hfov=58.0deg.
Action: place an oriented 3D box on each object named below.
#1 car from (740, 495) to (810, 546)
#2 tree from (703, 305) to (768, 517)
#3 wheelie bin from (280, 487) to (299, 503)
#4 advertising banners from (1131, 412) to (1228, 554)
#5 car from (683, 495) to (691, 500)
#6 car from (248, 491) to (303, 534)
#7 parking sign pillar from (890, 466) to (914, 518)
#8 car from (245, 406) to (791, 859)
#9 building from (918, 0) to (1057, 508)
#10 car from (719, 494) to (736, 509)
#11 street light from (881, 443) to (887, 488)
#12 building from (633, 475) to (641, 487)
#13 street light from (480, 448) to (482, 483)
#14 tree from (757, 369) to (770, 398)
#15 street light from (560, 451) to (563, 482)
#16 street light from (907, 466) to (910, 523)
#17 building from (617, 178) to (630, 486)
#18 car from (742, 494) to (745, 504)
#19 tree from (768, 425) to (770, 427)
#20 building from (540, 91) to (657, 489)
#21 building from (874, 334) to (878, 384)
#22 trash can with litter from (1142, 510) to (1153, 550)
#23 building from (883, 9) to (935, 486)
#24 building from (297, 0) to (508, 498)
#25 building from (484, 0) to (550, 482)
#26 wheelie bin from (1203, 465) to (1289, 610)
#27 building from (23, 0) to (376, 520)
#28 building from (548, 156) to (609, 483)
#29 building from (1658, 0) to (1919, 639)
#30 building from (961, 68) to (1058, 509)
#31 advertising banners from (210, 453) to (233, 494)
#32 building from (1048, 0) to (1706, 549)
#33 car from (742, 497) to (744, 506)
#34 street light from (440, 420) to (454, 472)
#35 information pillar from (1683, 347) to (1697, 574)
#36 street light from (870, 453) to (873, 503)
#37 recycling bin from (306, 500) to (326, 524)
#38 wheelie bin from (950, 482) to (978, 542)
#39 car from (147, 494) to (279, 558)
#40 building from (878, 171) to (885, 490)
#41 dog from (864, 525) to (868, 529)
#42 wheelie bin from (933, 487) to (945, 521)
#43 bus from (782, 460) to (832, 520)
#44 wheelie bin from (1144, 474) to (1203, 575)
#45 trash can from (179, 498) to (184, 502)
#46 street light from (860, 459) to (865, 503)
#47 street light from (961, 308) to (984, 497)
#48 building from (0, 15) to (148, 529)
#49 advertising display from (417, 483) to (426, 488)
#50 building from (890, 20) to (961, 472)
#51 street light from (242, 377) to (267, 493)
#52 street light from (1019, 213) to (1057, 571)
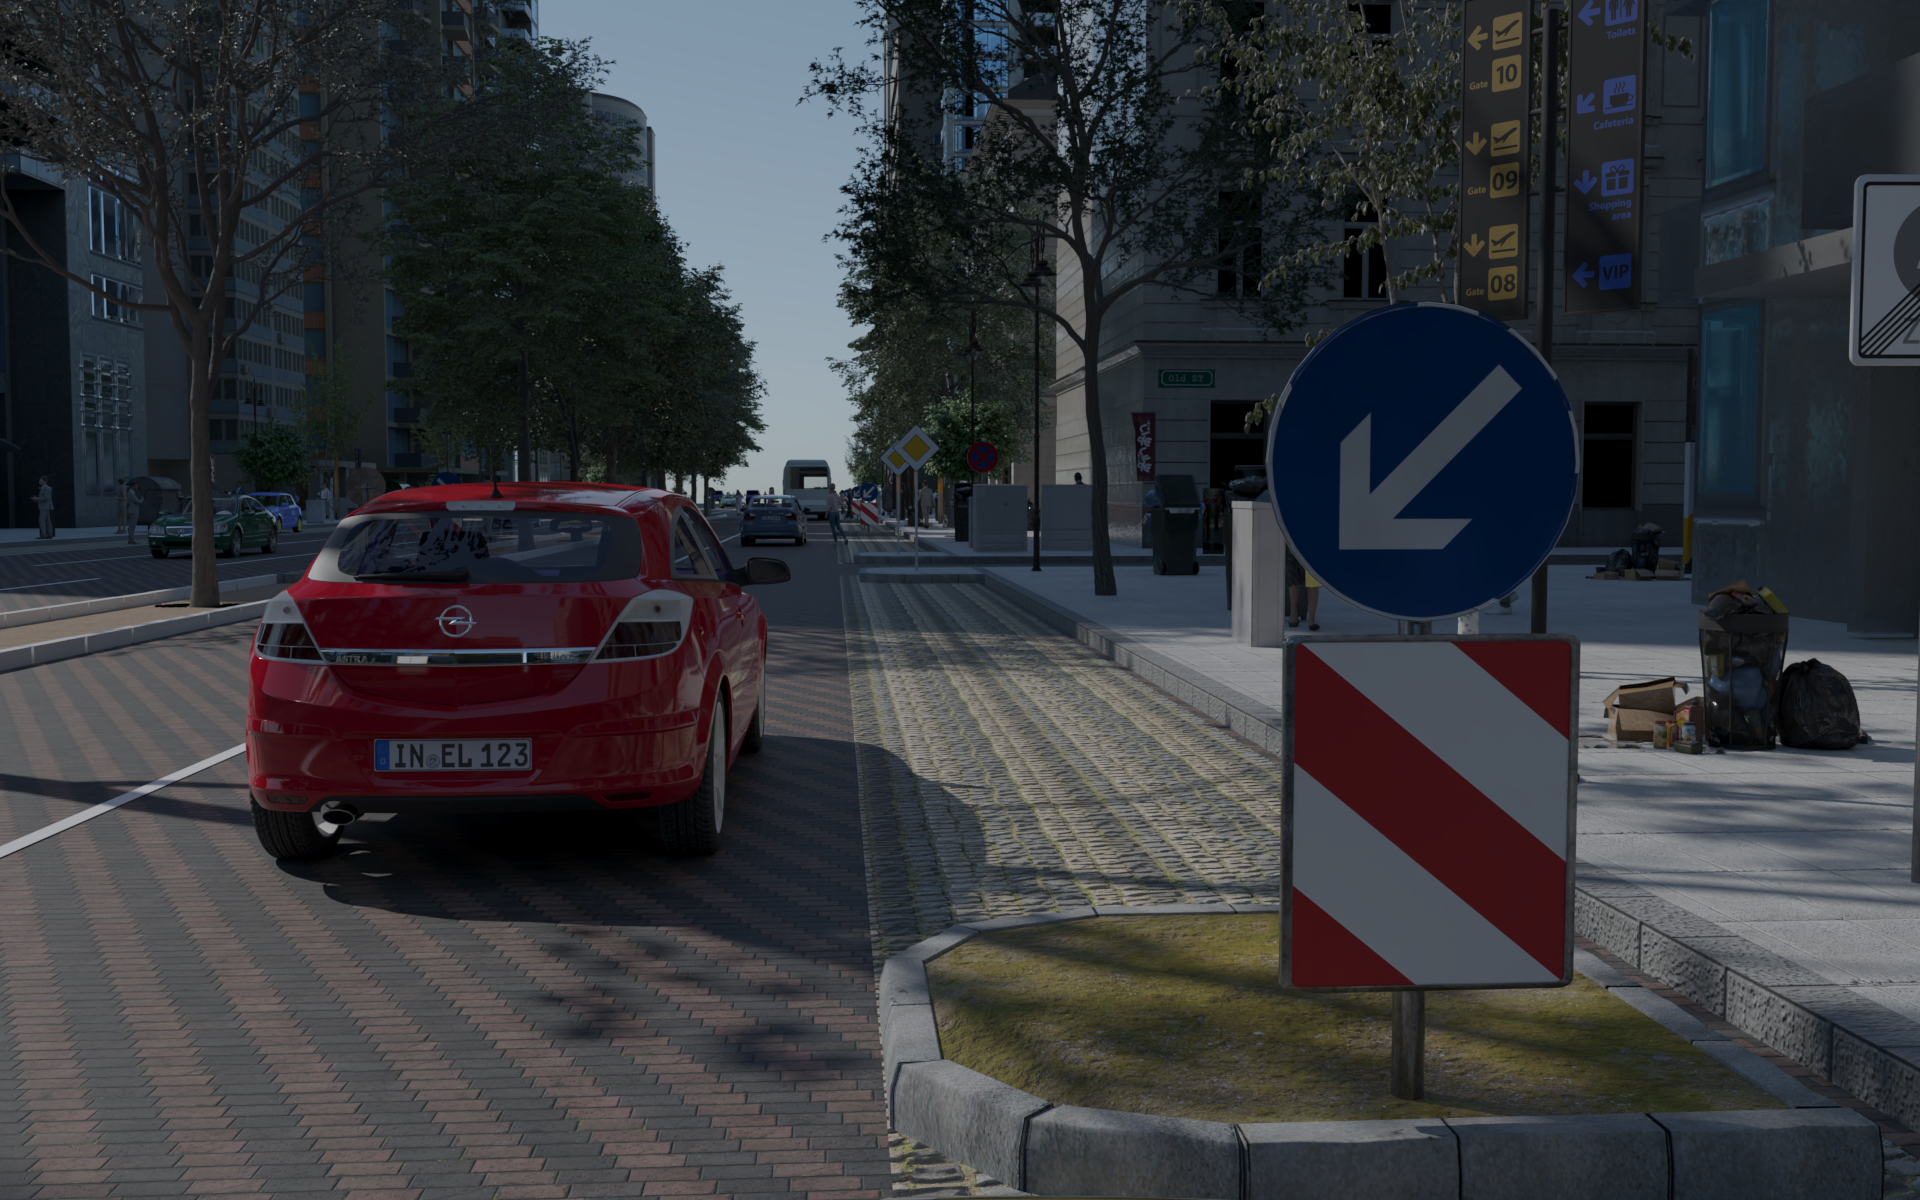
[{"bbox_3d":[-5.265,-2.272,49.150,2.014,1.417,4.499,0,4,-3],"label":"car"},{"bbox_3d":[-15.252,-10.944,99.521,7.486,12.596,7.792,0,3,0],"label":"tree"},{"bbox_3d":[-30.273,-4.287,77.998,0.980,1.594,0.693,-1,4,-16],"label":"wheelie bin"},{"bbox_3d":[4.679,-2.492,36.926,2.074,3.025,0.090,0,4,8],"label":"advertising banners"},{"bbox_3d":[-31.706,-11.450,199.782,1.945,1.354,3.894,0,4,-5],"label":"car"},{"bbox_3d":[-25.140,-3.246,62.664,1.945,1.707,3.694,0,4,-4],"label":"car"},{"bbox_3d":[-3.048,-6.363,92.505,1.447,3.967,1.447,-3,5,-42],"label":"parking sign pillar"},{"bbox_3d":[-1.914,0.044,8.321,2.155,1.783,4.494,0,4,-3],"label":"car"},{"bbox_3d":[7.203,-51.034,147.071,22.319,86.520,31.000,0,4,-4],"label":"building"},{"bbox_3d":[-22.817,-9.799,172.006,2.131,1.459,4.920,0,4,-5],"label":"car"},{"bbox_3d":[-5.347,-8.971,119.462,0.468,5.910,1.993,0,4,-4],"label":"street light"},{"bbox_3d":[-50.127,-28.132,231.654,14.160,30.474,14.107,0,4,-4],"label":"building"},{"bbox_3d":[-30.892,-8.496,111.690,0.468,5.910,1.993,0,4,-4],"label":"street light"},{"bbox_3d":[-14.781,-10.485,90.896,9.611,12.733,9.660,0,3,0],"label":"tree"},{"bbox_3d":[-33.581,-10.573,145.654,0.468,5.910,1.993,0,4,-4],"label":"street light"},{"bbox_3d":[-2.269,-6.364,76.831,0.468,5.910,1.993,0,4,-4],"label":"street light"},{"bbox_3d":[-49.530,-32.640,217.262,14.154,41.232,14.086,0,4,-4],"label":"building"},{"bbox_3d":[-33.447,-15.275,261.752,2.014,1.417,4.499,0,4,-4],"label":"car"},{"bbox_3d":[-15.750,-11.454,107.862,7.486,12.596,7.792,0,3,0],"label":"tree"},{"bbox_3d":[-56.158,-43.439,252.220,21.231,58.520,28.212,0,4,-4],"label":"building"},{"bbox_3d":[-1.453,-36.805,256.385,22.147,44.769,28.867,0,4,-4],"label":"building"},{"bbox_3d":[3.526,-1.086,29.148,0.624,1.170,1.055,2,4,29],"label":"trash can with litter"},{"bbox_3d":[1.182,-41.025,212.749,21.231,58.520,28.212,0,4,-4],"label":"building"},{"bbox_3d":[-44.986,-28.642,122.920,22.147,44.769,28.867,0,4,-4],"label":"building"},{"bbox_3d":[-48.199,-51.296,151.368,22.319,86.520,31.000,0,4,-4],"label":"building"},{"bbox_3d":[3.307,-0.681,19.039,0.980,1.594,0.693,3,5,43],"label":"wheelie bin"},{"bbox_3d":[-48.407,-24.315,89.427,32.217,40.220,23.993,0,4,-4],"label":"building"},{"bbox_3d":[-48.908,-31.780,203.193,14.154,41.232,14.086,0,4,-4],"label":"building"},{"bbox_3d":[18.982,-23.678,6.739,23.786,49.044,30.456,0,4,-4],"label":"building"},{"bbox_3d":[5.138,-14.784,92.621,10.553,20.767,40.483,0,4,-4],"label":"building"},{"bbox_3d":[-31.696,-4.780,74.335,2.074,3.025,0.090,3,5,40],"label":"advertising banners"},{"bbox_3d":[25.076,-16.687,49.254,44.131,29.872,17.030,0,4,-4],"label":"building"},{"bbox_3d":[-25.810,-11.407,198.858,2.083,1.381,4.827,0,4,-3],"label":"car"},{"bbox_3d":[-30.282,-7.925,102.358,0.468,5.910,1.993,0,4,-4],"label":"street light"},{"bbox_3d":[11.852,-2.234,27.889,0.504,3.616,0.183,-2,4,-31],"label":"information pillar"},{"bbox_3d":[-7.814,-11.069,153.767,0.468,5.910,1.993,0,4,-4],"label":"street light"},{"bbox_3d":[-28.175,-3.867,75.777,0.722,1.027,0.722,-1,4,-13],"label":"recycling bin"},{"bbox_3d":[0.192,-2.380,46.824,0.980,1.594,0.693,0,4,7],"label":"wheelie bin"},{"bbox_3d":[-17.336,-1.747,40.369,2.131,1.459,4.920,0,4,-6],"label":"car"},{"bbox_3d":[-3.968,-35.726,234.233,14.600,45.320,14.200,0,4,-4],"label":"building"},{"bbox_3d":[-3.804,-3.134,70.533,0.406,0.507,0.540,-3,5,-45],"label":"dog"},{"bbox_3d":[-0.870,-4.535,82.058,0.693,1.594,0.980,2,4,34],"label":"wheelie bin"},{"bbox_3d":[-8.723,-6.356,98.776,2.948,3.499,13.247,0,4,-5],"label":"bus"},{"bbox_3d":[3.376,-1.199,27.507,0.980,1.594,0.693,-1,4,-15],"label":"wheelie bin"},{"bbox_3d":[-29.442,-3.254,64.864,0.748,1.137,0.748,0,3,0],"label":"trash can"},{"bbox_3d":[-11.586,-14.149,204.123,0.468,5.910,1.993,0,4,-4],"label":"street light"},{"bbox_3d":[0.314,-4.314,43.326,0.468,5.910,1.993,0,4,-4],"label":"street light"},{"bbox_3d":[-41.579,-45.279,52.989,22.319,86.520,31.000,0,4,-4],"label":"building"},{"bbox_3d":[-30.615,-5.704,98.472,0.123,1.923,0.974,0,4,6],"label":"advertising display"},{"bbox_3d":[4.047,-33.688,174.504,21.300,48.544,21.600,0,4,-4],"label":"building"},{"bbox_3d":[-27.865,-5.857,68.553,0.468,5.910,1.993,0,4,-4],"label":"street light"},{"bbox_3d":[1.275,-3.419,28.685,0.468,5.910,1.993,0,4,-4],"label":"street light"}]
